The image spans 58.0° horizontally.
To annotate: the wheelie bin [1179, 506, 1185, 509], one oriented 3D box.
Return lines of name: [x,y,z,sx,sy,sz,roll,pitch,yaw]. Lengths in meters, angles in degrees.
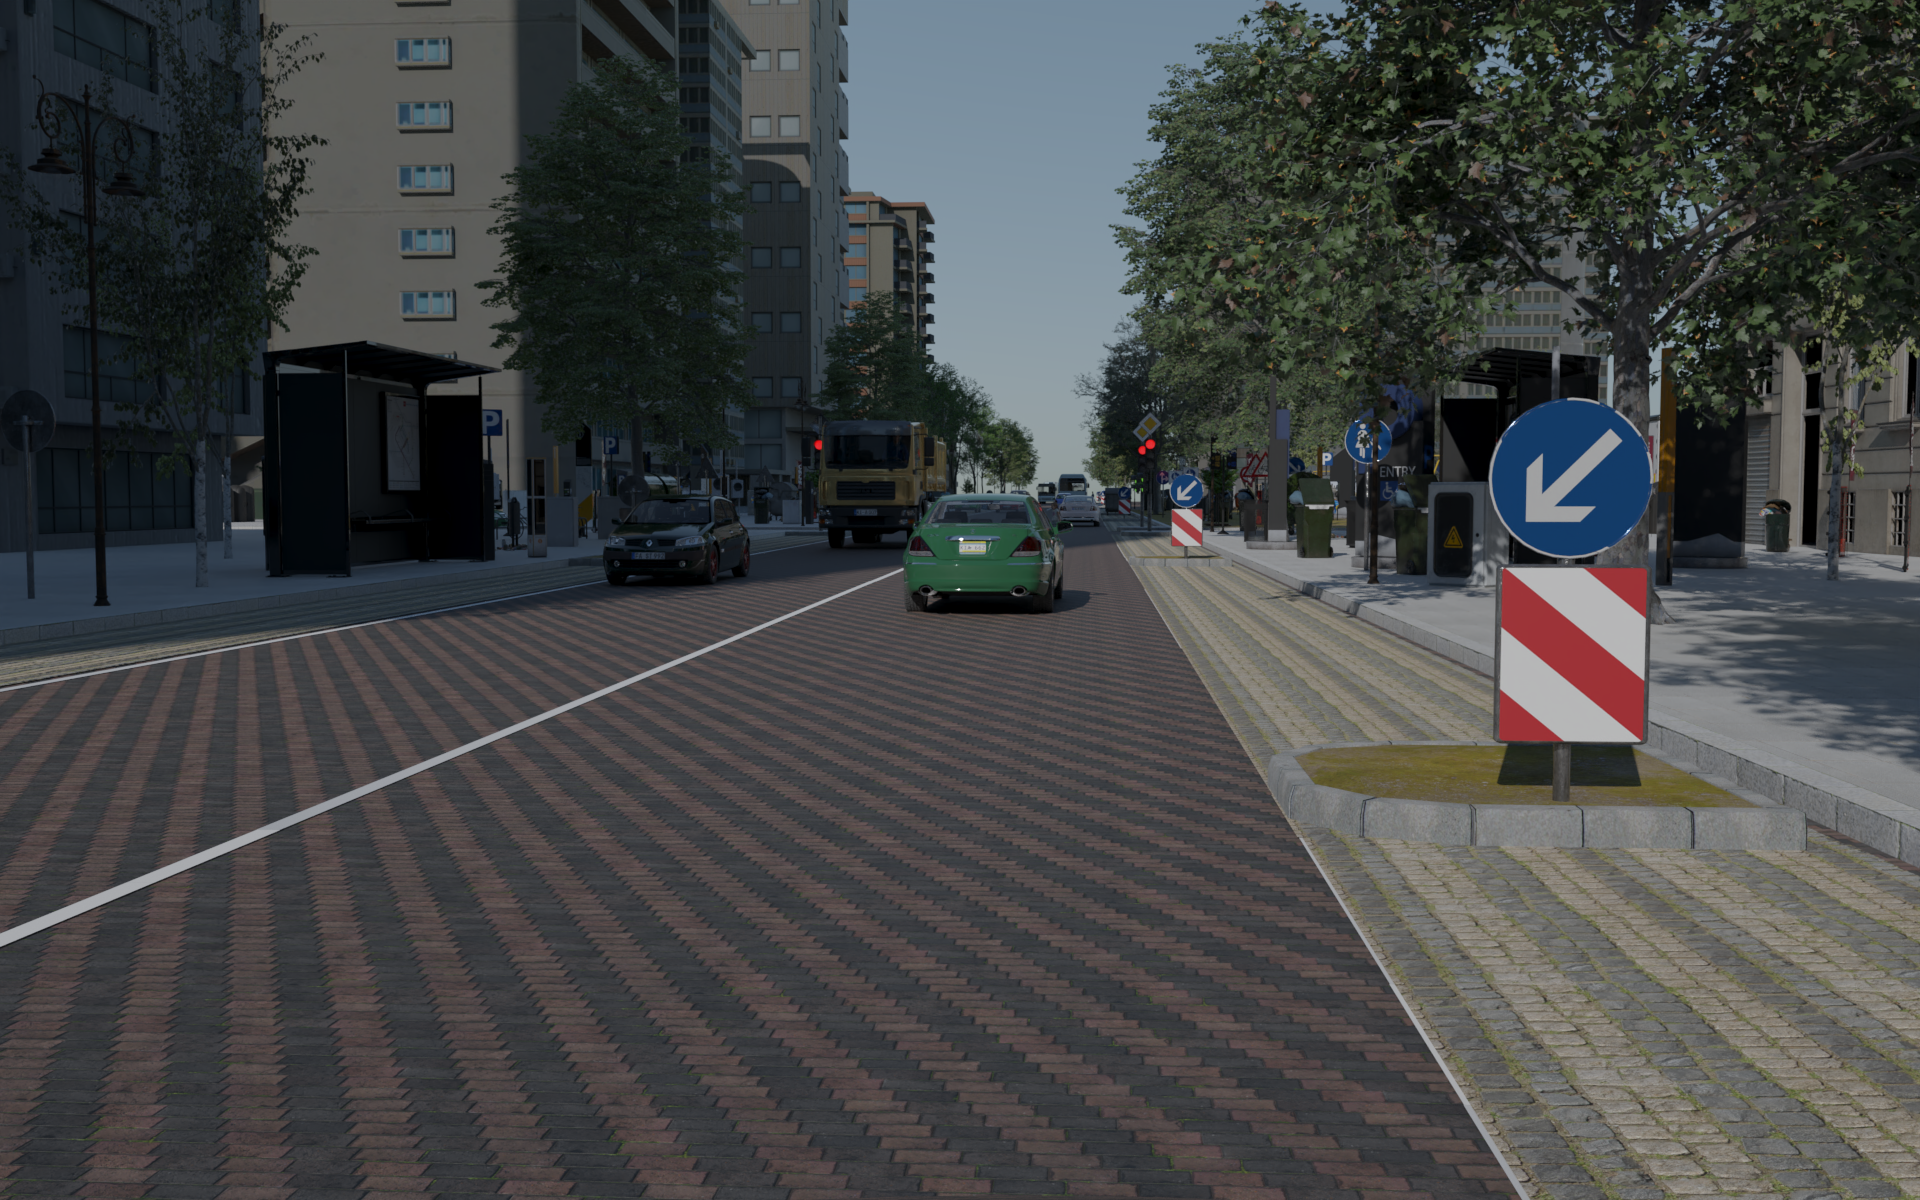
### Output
wheelie bin: [14.968,-6.596,115.759,0.980,1.594,0.693,3,4,36]

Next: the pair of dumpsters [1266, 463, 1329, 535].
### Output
pair of dumpsters: [10.864,-3.263,55.851,1.574,2.255,4.437,0,4,4]

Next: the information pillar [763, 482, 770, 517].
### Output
information pillar: [-9.855,-5.117,88.160,0.304,2.012,0.304,1,4,11]

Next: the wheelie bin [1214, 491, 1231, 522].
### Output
wheelie bin: [11.930,-4.344,78.939,0.980,1.594,0.693,-2,4,-25]

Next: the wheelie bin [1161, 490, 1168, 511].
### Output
wheelie bin: [15.078,-7.473,130.091,0.980,1.594,0.693,-1,4,-17]

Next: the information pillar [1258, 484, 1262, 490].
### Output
information pillar: [22.664,-7.755,131.281,0.304,2.012,0.304,-2,4,-30]

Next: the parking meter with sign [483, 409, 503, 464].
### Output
parking meter with sign: [-10.079,-2.452,36.358,0.543,3.016,1.738,-2,4,-29]

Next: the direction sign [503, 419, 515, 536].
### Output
direction sign: [-13.723,-3.708,52.616,0.379,3.537,0.876,-1,4,-18]

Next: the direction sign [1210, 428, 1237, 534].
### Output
direction sign: [8.376,-3.857,55.053,0.876,3.537,0.379,-1,4,-11]

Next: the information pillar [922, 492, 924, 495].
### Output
information pillar: [-2.655,-7.804,118.955,0.183,3.616,0.504,-3,5,-44]

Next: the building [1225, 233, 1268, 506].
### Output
building: [37.341,-26.120,198.757,14.160,30.474,14.107,0,4,4]

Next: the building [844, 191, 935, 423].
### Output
building: [-15.274,-36.601,253.056,22.147,44.769,28.867,0,4,4]

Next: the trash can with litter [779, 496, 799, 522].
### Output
trash can with litter: [-7.874,-4.180,79.733,1.055,1.170,0.624,2,4,32]

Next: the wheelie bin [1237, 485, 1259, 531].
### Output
wheelie bin: [9.931,-3.174,59.796,0.693,1.594,0.980,1,4,15]

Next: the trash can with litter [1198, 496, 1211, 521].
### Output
trash can with litter: [12.954,-5.062,93.819,1.678,1.210,2.233,-1,4,-20]

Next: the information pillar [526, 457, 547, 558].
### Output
information pillar: [-8.545,-1.863,34.958,0.304,2.012,0.304,-3,4,-37]

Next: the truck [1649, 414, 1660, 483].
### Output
truck: [30.160,-4.459,61.824,11.283,4.237,2.839,0,4,3]

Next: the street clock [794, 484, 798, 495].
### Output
street clock: [-11.407,-7.083,120.371,0.358,2.002,0.471,-1,4,-15]

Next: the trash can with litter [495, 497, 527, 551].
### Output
trash can with litter: [-10.456,-1.769,39.986,1.678,1.210,2.233,0,4,-5]

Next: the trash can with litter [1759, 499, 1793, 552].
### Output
trash can with litter: [18.157,-1.659,38.513,0.624,1.170,1.055,2,4,31]

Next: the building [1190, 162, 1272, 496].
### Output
building: [44.219,-38.101,246.660,21.300,48.544,21.600,0,4,4]

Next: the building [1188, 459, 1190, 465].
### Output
building: [42.430,-37.596,264.801,14.600,45.320,14.200,0,4,4]

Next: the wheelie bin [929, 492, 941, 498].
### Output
wheelie bin: [-1.881,-7.507,130.643,0.980,1.594,0.693,-2,4,-29]

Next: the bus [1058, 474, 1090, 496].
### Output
bus: [10.752,-10.354,164.152,2.948,3.499,13.247,0,4,5]

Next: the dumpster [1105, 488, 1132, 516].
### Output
dumpster: [10.485,-6.516,114.760,1.865,1.857,1.264,0,4,5]

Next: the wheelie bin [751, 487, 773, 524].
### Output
wheelie bin: [-8.516,-4.074,74.523,0.980,1.594,0.693,0,4,-1]

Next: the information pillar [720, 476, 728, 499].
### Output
information pillar: [-9.718,-4.092,71.403,0.304,2.012,0.304,-1,4,-12]

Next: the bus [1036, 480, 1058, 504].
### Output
bus: [13.018,-15.867,254.281,2.948,3.499,13.247,0,4,6]

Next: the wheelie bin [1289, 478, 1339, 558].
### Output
wheelie bin: [7.078,-1.644,34.790,0.980,1.594,0.693,0,4,-7]

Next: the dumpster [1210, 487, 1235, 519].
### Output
dumpster: [13.348,-5.055,88.410,1.264,1.857,1.865,0,4,4]

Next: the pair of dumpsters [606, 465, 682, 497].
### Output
pair of dumpsters: [-10.304,-3.302,56.483,1.574,2.255,4.437,0,4,4]

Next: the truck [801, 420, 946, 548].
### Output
truck: [-2.083,-3.204,48.307,3.469,3.379,9.791,0,4,5]

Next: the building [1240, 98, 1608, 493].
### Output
building: [43.318,-28.830,163.258,32.217,40.220,23.993,0,4,4]

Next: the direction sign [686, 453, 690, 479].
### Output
direction sign: [-15.180,-6.403,96.679,0.379,3.537,0.876,-2,4,-24]

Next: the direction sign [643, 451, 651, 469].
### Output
direction sign: [-16.655,-6.120,92.054,0.379,3.537,0.876,-3,5,-39]

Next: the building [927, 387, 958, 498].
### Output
building: [-15.134,-26.766,282.660,27.650,21.520,28.899,0,4,4]

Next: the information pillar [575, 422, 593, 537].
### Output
information pillar: [-11.228,-3.689,51.670,0.504,3.616,0.183,0,4,2]

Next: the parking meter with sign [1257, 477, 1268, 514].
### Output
parking meter with sign: [19.608,-6.971,110.231,1.738,3.016,0.543,-2,4,-26]

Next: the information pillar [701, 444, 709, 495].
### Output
information pillar: [-11.919,-5.475,80.871,0.183,3.616,0.504,-3,5,-45]

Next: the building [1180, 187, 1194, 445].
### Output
building: [50.896,-42.565,285.169,28.713,52.752,27.495,0,4,4]

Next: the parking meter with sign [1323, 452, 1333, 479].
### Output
parking meter with sign: [15.049,-4.627,71.912,0.543,3.016,1.738,1,4,22]

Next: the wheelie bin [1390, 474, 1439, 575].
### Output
wheelie bin: [7.296,-1.206,27.634,0.980,1.594,0.693,-2,4,-24]

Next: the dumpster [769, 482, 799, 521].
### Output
dumpster: [-8.494,-4.725,83.007,1.264,1.857,1.865,0,4,4]

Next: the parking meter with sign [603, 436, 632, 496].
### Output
parking meter with sign: [-10.102,-3.470,52.997,0.543,3.016,1.738,2,4,30]

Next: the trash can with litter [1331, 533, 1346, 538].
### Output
trash can with litter: [11.371,-2.409,50.447,2.233,1.210,1.678,-1,4,-23]

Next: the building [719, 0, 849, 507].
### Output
building: [-24.897,-34.796,158.155,28.713,52.752,27.495,0,4,4]
